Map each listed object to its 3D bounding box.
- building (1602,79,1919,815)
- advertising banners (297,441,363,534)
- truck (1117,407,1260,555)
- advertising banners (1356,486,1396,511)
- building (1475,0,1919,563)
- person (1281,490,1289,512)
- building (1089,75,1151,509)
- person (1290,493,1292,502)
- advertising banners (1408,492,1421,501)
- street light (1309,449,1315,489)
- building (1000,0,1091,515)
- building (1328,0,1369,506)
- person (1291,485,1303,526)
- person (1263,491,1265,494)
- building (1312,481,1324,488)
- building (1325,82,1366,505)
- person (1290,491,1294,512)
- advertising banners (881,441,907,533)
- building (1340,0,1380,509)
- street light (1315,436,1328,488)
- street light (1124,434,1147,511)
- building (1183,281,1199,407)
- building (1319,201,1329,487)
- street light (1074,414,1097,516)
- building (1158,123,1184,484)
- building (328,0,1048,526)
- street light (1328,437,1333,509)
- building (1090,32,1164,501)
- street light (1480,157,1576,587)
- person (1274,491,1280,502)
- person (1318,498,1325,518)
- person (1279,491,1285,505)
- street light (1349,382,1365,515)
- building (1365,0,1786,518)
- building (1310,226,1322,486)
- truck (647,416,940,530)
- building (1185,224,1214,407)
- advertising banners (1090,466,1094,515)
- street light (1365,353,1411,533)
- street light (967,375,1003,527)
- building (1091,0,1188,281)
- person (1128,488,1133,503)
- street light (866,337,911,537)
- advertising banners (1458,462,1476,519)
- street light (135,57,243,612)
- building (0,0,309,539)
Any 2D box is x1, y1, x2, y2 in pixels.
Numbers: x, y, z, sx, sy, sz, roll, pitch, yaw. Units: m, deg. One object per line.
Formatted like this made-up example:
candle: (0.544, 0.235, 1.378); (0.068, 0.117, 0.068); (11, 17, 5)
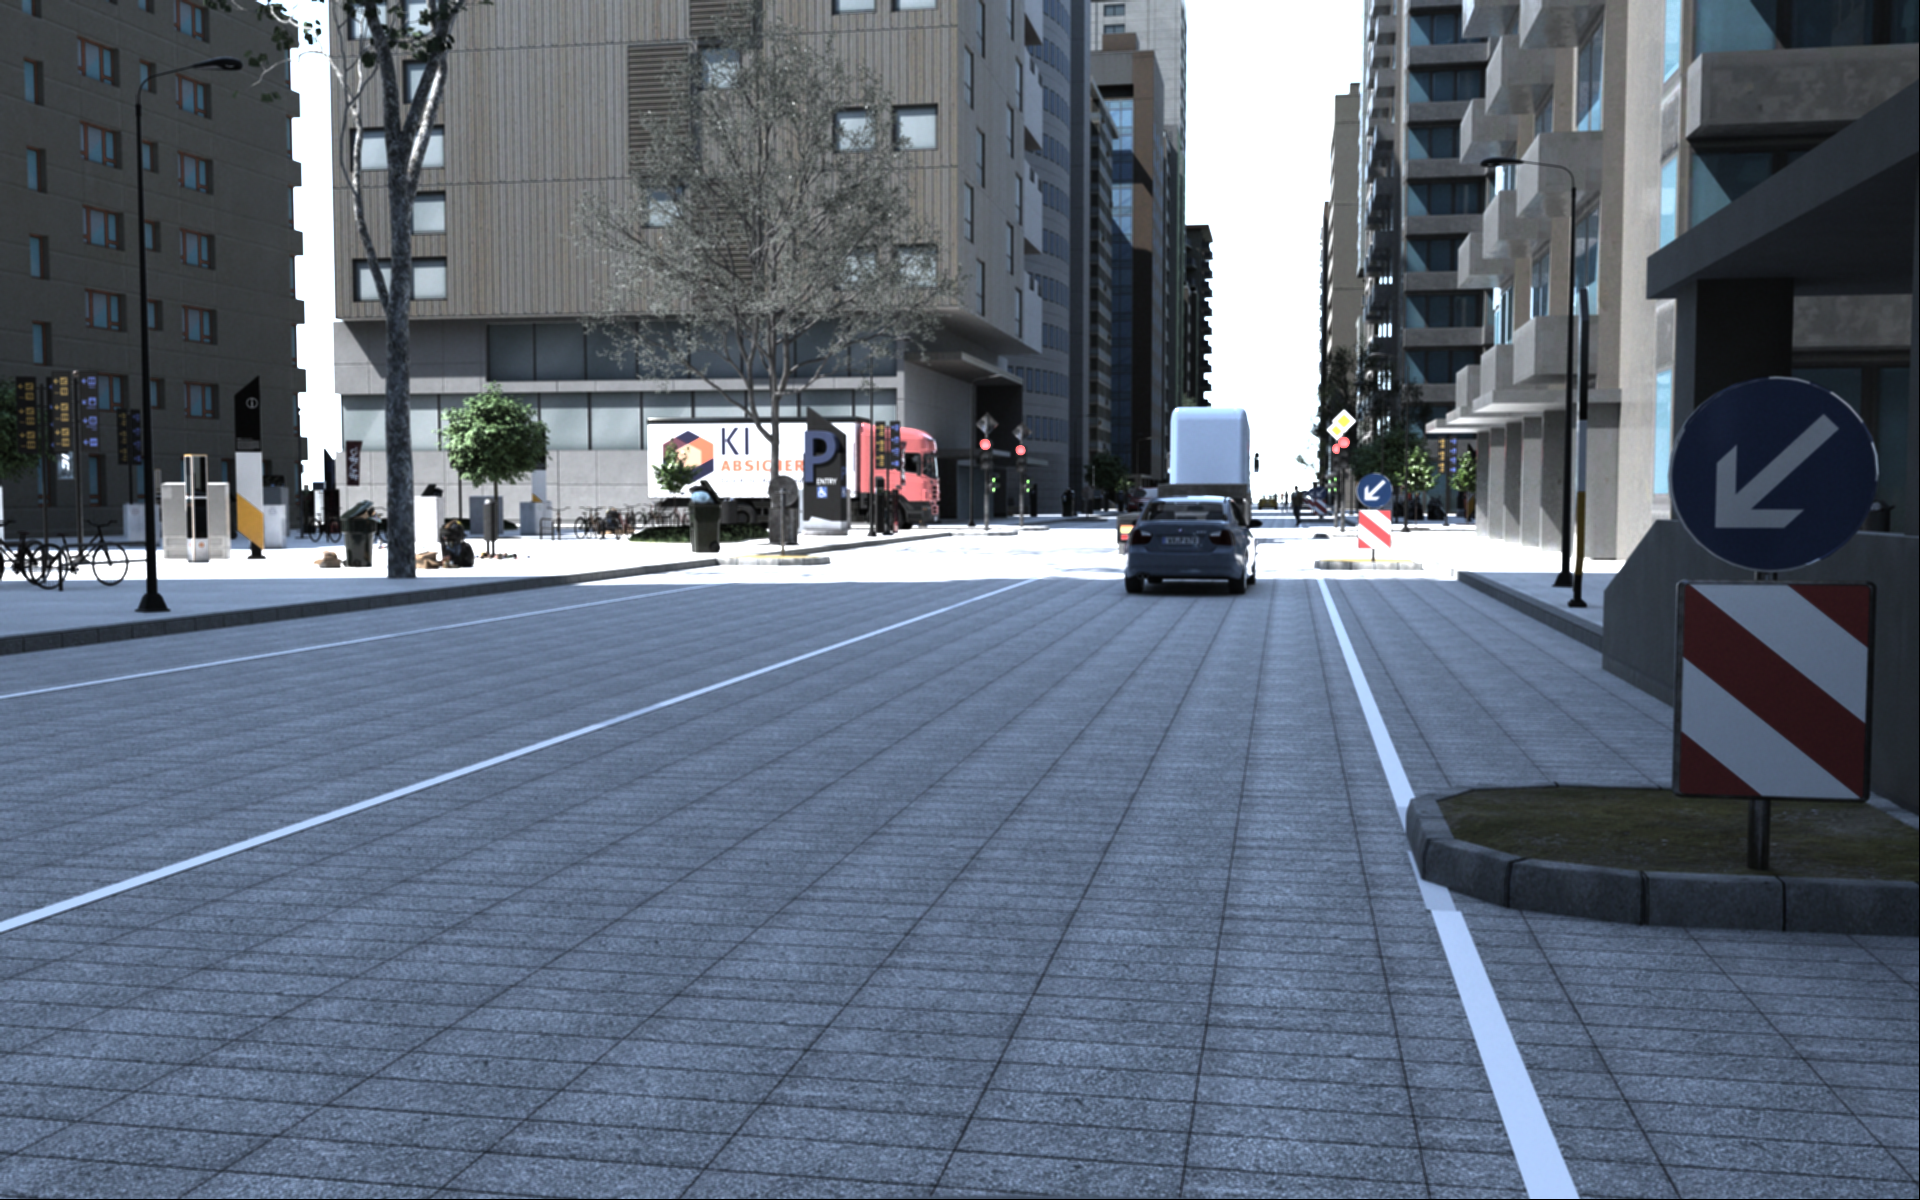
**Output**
building: (19.816, -19.041, 3.203); (32.217, 40.220, 23.993); (1, 4, 11)
advertising banners: (-20.537, -3.688, 56.490); (2.074, 3.025, 0.090); (-2, 4, -28)
truck: (6.568, -3.562, 47.991); (2.967, 4.110, 18.799); (1, 4, 11)
advertising banners: (20.015, -5.294, 82.752); (2.074, 3.025, 0.090); (1, 4, 12)
building: (23.490, -25.591, 38.021); (23.786, 49.044, 30.456); (1, 4, 11)
person: (25.913, -7.880, 137.929); (0.643, 1.750, 0.593); (1, 4, 21)
building: (0.842, -28.426, 156.638); (32.217, 40.220, 23.993); (1, 4, 11)
person: (50.981, -15.685, 266.426); (0.415, 1.643, 0.593); (2, 4, 33)
advertising banners: (27.580, -6.727, 106.180); (0.090, 3.025, 2.074); (-1, 4, -21)
street light: (37.307, -12.683, 179.902); (1.470, 5.913, 1.316); (1, 4, 11)
building: (-3.221, -35.166, 116.968); (21.231, 58.520, 28.212); (1, 4, 11)
building: (48.957, -52.576, 172.287); (22.319, 86.520, 31.000); (1, 4, 11)
person: (15.200, -4.262, 78.091); (0.656, 1.842, 0.836); (2, 4, 29)
person: (41.648, -13.988, 237.218); (1.348, 1.822, 0.705); (0, 4, 4)
building: (64.493, -33.229, 235.176); (32.217, 40.220, 23.993); (1, 4, 11)
building: (53.441, -35.206, 199.316); (21.300, 48.544, 21.600); (1, 4, 11)
person: (26.859, -7.963, 139.700); (0.512, 1.701, 0.522); (1, 4, 13)
advertising banners: (-2.135, -3.705, 56.760); (0.090, 3.025, 2.074); (1, 4, 20)
building: (43.384, -43.377, 147.459); (20.563, 71.187, 20.611); (1, 4, 11)
street light: (30.961, -10.632, 146.373); (1.470, 5.913, 1.316); (1, 4, 11)
street light: (13.397, -9.851, 133.597); (1.470, 5.913, 1.316); (1, 4, 11)
building: (24.480, -28.179, 232.425); (14.160, 30.474, 14.107); (1, 4, 11)
building: (60.337, -37.025, 255.468); (14.600, 45.320, 14.200); (1, 4, 11)
street light: (7.249, -7.848, 100.863); (1.470, 5.913, 1.316); (1, 4, 11)
building: (16.260, -30.818, 187.464); (14.154, 41.232, 14.086); (1, 4, 11)
building: (-10.835, -30.148, 82.160); (28.713, 52.752, 27.495); (1, 4, 11)
street light: (23.251, -8.114, 105.202); (1.470, 5.913, 1.316); (1, 4, 11)
building: (12.894, -32.018, 173.608); (14.600, 45.320, 14.200); (1, 4, 11)
street light: (7.867, -3.144, 23.953); (1.470, 5.913, 1.316); (1, 4, 11)
person: (34.716, -11.065, 190.135); (0.721, 1.736, 1.217); (-3, 5, -42)
person: (21.457, -5.728, 102.708); (0.362, 1.759, 0.519); (3, 5, 40)
person: (41.448, -13.114, 222.875); (1.348, 1.831, 0.705); (0, 4, -5)
street light: (17.014, -6.082, 71.987); (1.470, 5.913, 1.316); (1, 4, 11)
building: (39.738, -30.583, 119.646); (23.786, 49.044, 30.456); (1, 4, 11)
building: (68.570, -40.216, 277.134); (23.786, 49.044, 30.456); (1, 4, 11)
truck: (-5.770, -4.593, 64.005); (11.283, 4.237, 2.839); (1, 4, 9)
building: (28.606, -37.881, 273.974); (22.147, 44.769, 28.867); (1, 4, 11)
advertising banners: (8.112, -6.747, 106.496); (0.090, 3.025, 2.074); (1, 4, 12)
street light: (14.190, -5.174, 57.141); (1.470, 5.913, 1.316); (1, 4, 11)
street light: (0.992, -5.829, 67.843); (1.470, 5.913, 1.316); (1, 4, 11)
building: (24.114, -49.580, 248.885); (20.563, 71.187, 20.611); (1, 4, 11)
person: (9.668, -5.425, 97.375); (0.526, 1.800, 0.537); (3, 4, 36)
street light: (-2.099, -4.823, 51.395); (1.470, 5.913, 1.316); (1, 4, 11)
advertising banners: (26.156, -5.688, 89.183); (0.090, 3.025, 2.074); (-1, 4, -13)
street light: (-8.307, -2.821, 18.673); (1.470, 5.913, 1.316); (1, 4, 11)
building: (-40.853, -12.700, 52.688); (28.899, 21.520, 27.650); (1, 4, 11)
